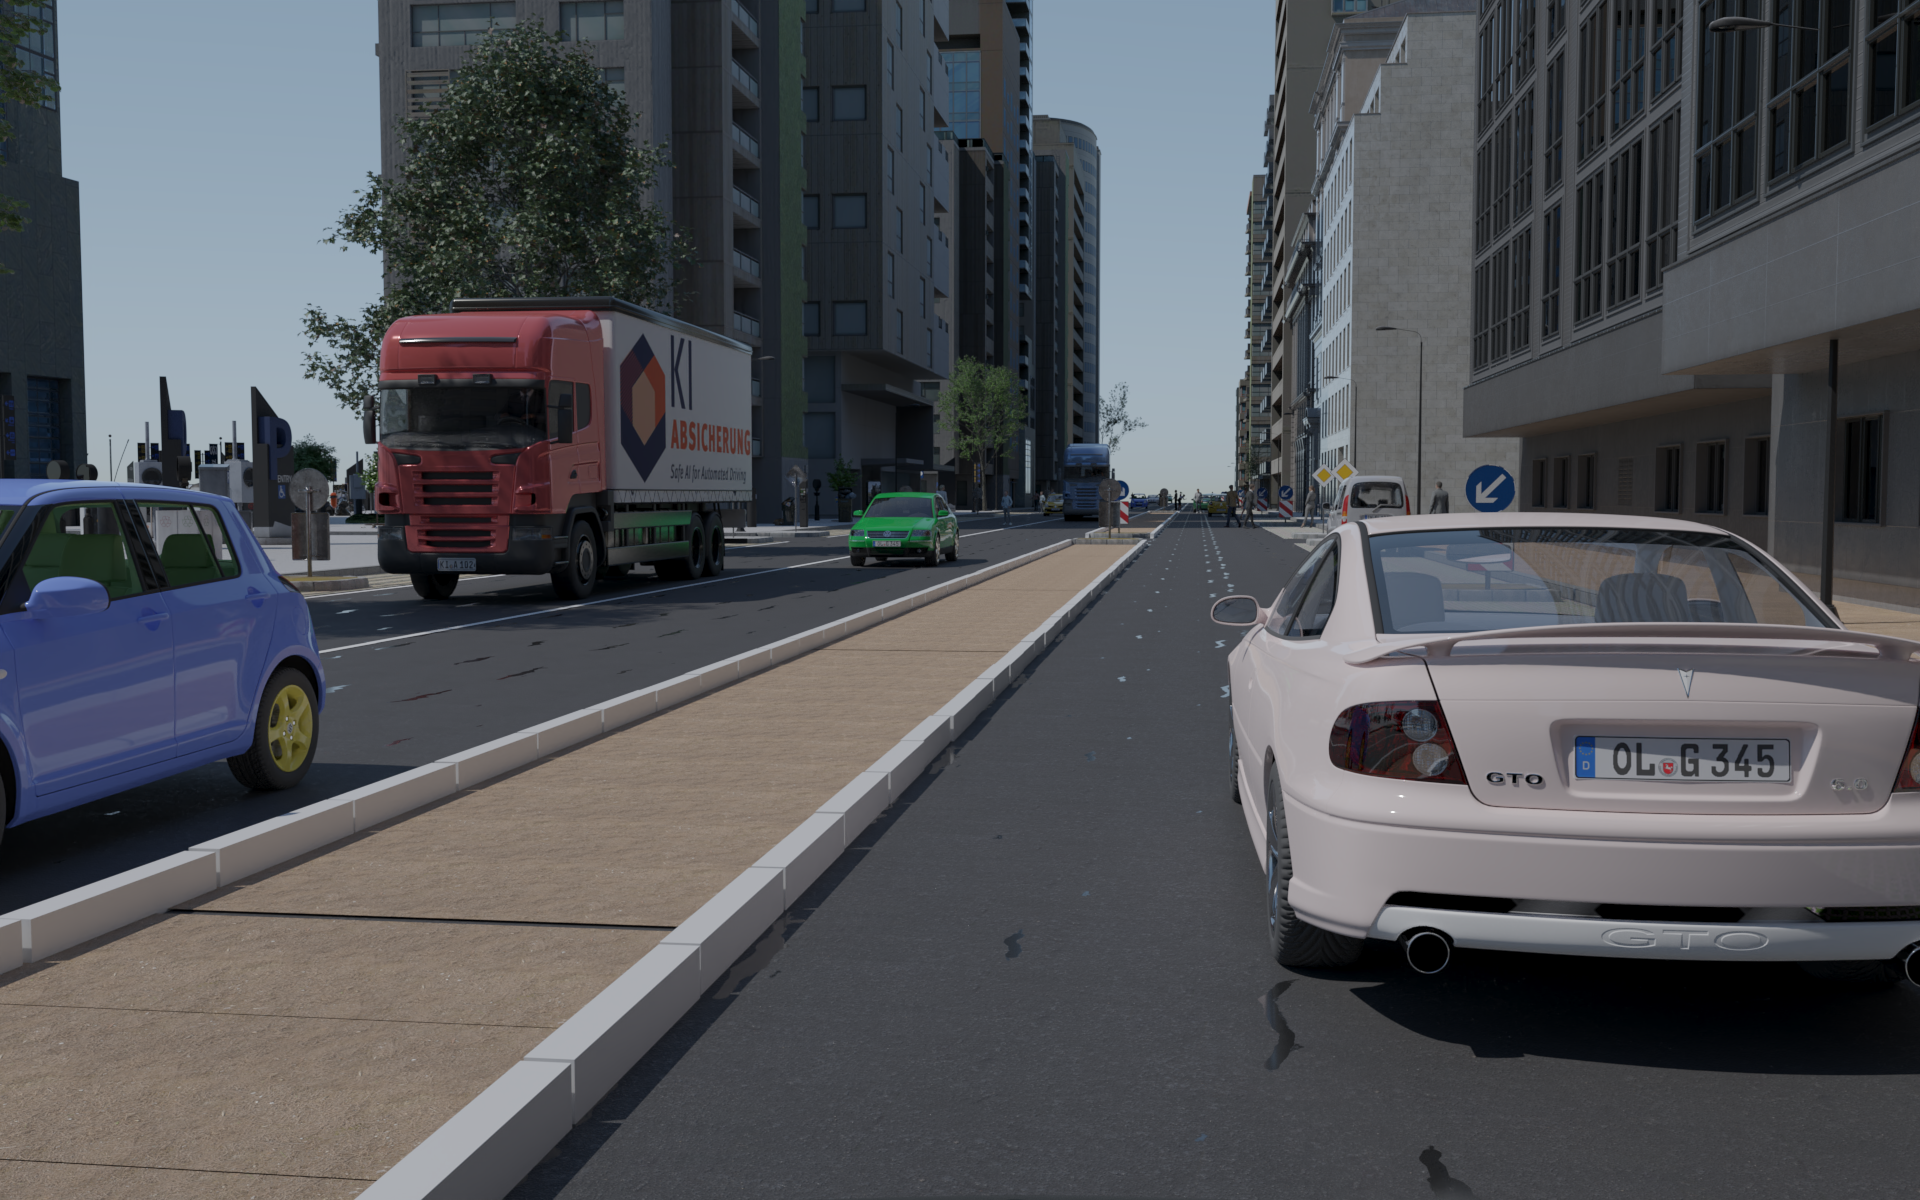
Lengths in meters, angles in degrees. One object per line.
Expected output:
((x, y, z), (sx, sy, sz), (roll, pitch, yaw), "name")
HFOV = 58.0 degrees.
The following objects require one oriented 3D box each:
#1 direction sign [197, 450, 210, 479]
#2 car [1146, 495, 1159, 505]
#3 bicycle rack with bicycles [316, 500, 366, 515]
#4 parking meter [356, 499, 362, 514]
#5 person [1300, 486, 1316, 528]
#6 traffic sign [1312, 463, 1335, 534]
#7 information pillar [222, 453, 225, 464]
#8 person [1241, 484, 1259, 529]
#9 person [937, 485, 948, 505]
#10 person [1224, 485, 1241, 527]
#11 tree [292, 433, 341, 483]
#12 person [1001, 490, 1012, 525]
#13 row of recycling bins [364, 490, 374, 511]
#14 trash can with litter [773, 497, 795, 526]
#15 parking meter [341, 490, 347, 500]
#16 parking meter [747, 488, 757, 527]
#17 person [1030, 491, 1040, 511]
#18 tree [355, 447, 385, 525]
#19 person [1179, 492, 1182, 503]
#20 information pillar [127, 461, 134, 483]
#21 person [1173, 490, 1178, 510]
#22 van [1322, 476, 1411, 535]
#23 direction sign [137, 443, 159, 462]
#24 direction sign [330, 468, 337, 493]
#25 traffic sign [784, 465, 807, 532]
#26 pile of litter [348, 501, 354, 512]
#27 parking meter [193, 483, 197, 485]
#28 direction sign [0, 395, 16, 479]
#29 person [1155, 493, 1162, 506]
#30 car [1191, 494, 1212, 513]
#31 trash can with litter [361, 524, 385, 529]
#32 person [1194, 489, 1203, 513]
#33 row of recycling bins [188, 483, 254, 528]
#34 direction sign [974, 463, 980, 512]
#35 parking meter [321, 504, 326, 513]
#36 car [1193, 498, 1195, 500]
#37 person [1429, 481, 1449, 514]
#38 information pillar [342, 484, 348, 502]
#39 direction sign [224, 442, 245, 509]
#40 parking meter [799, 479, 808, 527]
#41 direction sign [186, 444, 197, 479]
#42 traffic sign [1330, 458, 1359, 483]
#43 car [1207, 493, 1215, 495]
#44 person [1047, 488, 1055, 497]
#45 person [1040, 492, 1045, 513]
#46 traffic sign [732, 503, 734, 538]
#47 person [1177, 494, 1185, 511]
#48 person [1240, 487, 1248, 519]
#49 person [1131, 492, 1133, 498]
((-38.986, -5.948, 89.252), (0.379, 3.537, 0.876), (3, 5, 40), "direction sign")
((25.870, -13.440, 232.101), (2.083, 1.381, 4.827), (1, 4, 8), "car")
((-37.915, -5.700, 106.575), (2.925, 0.926, 2.852), (0, 4, 5), "bicycle rack with bicycles")
((-29.903, -4.749, 86.064), (0.372, 1.533, 0.369), (0, 3, 0), "parking meter")
((14.662, -3.925, 72.942), (0.573, 1.790, 0.520), (2, 4, 34), "person")
((11.818, -3.220, 56.287), (0.795, 2.450, 0.064), (0, 4, 8), "traffic sign")
((-40.793, -6.407, 96.105), (0.183, 3.616, 0.504), (1, 4, 18), "information pillar")
((12.025, -3.867, 71.500), (0.755, 1.850, 0.659), (0, 4, -4), "person")
((-0.798, -4.226, 77.479), (0.514, 1.842, 0.818), (0, 3, 0), "person")
((11.740, -4.039, 74.448), (0.836, 1.842, 0.656), (3, 4, 38), "person")
((-34.979, -6.680, 92.928), (4.285, 4.588, 4.351), (0, 3, 0), "tree")
((2.156, -4.292, 80.486), (0.589, 1.601, 0.330), (3, 4, 39), "person")
((-45.742, -7.810, 134.812), (1.069, 1.692, 3.534), (1, 4, 13), "row of recycling bins")
((-7.155, -3.600, 70.248), (1.055, 1.170, 0.624), (2, 4, 35), "trash can with litter")
((-40.999, -6.541, 115.362), (0.372, 1.533, 0.369), (0, 3, 0), "parking meter")
((-8.036, -3.572, 66.818), (0.372, 1.533, 0.369), (0, 3, 0), "parking meter")
((6.419, -8.461, 147.539), (0.721, 1.736, 1.217), (-3, 5, -41), "person")
((-23.877, -4.670, 70.962), (1.663, 3.219, 1.824), (0, 3, 0), "tree")
((26.982, -12.433, 212.500), (0.721, 1.743, 1.217), (0, 4, 1), "person")
((-58.464, -8.000, 122.152), (0.504, 3.616, 0.183), (0, 4, 6), "information pillar")
((19.088, -8.863, 153.415), (0.705, 1.823, 1.348), (0, 4, -6), "person")
((9.617, -2.070, 40.852), (2.013, 2.044, 4.112), (0, 4, 7), "van")
((-35.741, -5.159, 76.345), (0.876, 3.537, 0.379), (-3, 4, -37), "direction sign")
((-39.879, -7.234, 110.265), (0.379, 3.537, 0.876), (0, 4, 7), "direction sign")
((-5.562, -3.366, 58.681), (0.795, 2.450, 0.064), (0, 4, 8), "traffic sign")
((-44.728, -6.888, 126.584), (1.719, 0.858, 1.176), (1, 4, 16), "pile of litter")
((-39.567, -5.141, 89.761), (0.399, 1.863, 0.255), (0, 4, -1), "parking meter")
((-21.854, -2.907, 39.520), (0.379, 3.537, 0.876), (1, 4, 11), "direction sign")
((24.121, -12.215, 208.230), (1.348, 1.821, 0.705), (0, 4, 1), "person")
((19.043, -7.515, 134.671), (2.131, 1.459, 4.920), (0, 4, 7), "car")
((-21.502, -3.310, 65.169), (2.233, 1.210, 1.678), (2, 4, 24), "trash can with litter")
((17.679, -7.342, 128.382), (0.661, 1.843, 0.795), (1, 4, 15), "person")
((-27.608, -3.610, 66.133), (3.534, 1.692, 1.069), (-3, 5, -40), "row of recycling bins")
((1.211, -8.139, 125.069), (0.379, 3.537, 0.876), (-2, 4, -33), "direction sign")
((-28.082, -4.312, 76.209), (0.255, 1.863, 0.399), (-2, 4, -26), "parking meter")
((30.910, -12.826, 222.285), (1.945, 1.354, 3.894), (1, 4, 9), "car")
((14.159, -2.605, 51.194), (0.694, 1.812, 0.767), (-1, 4, -19), "person")
((-42.916, -7.118, 120.870), (0.304, 2.012, 0.304), (3, 4, 38), "information pillar")
((-31.656, -5.118, 75.672), (0.379, 3.537, 0.876), (3, 5, 42), "direction sign")
((-6.002, -3.722, 66.565), (0.255, 1.863, 0.399), (1, 4, 9), "parking meter")
((-34.893, -5.243, 77.713), (0.876, 3.537, 0.379), (1, 4, 14), "direction sign")
((10.733, -2.736, 48.376), (0.795, 2.450, 0.064), (0, 4, 8), "traffic sign")
((24.605, -9.804, 169.879), (1.945, 1.707, 3.694), (0, 4, 6), "car")
((6.552, -7.052, 123.894), (0.679, 1.850, 0.850), (1, 4, 18), "person")
((6.088, -7.231, 128.542), (0.330, 1.601, 0.589), (-2, 4, -28), "person")
((-6.646, -2.882, 50.769), (0.795, 2.450, 0.064), (0, 4, 8), "traffic sign")
((19.125, -8.426, 149.447), (0.628, 1.438, 0.799), (2, 4, 34), "person")
((16.056, -5.423, 97.261), (0.616, 1.811, 0.778), (3, 5, 42), "person")
((28.632, -17.027, 287.804), (0.541, 1.710, 0.530), (0, 4, 6), "person")
